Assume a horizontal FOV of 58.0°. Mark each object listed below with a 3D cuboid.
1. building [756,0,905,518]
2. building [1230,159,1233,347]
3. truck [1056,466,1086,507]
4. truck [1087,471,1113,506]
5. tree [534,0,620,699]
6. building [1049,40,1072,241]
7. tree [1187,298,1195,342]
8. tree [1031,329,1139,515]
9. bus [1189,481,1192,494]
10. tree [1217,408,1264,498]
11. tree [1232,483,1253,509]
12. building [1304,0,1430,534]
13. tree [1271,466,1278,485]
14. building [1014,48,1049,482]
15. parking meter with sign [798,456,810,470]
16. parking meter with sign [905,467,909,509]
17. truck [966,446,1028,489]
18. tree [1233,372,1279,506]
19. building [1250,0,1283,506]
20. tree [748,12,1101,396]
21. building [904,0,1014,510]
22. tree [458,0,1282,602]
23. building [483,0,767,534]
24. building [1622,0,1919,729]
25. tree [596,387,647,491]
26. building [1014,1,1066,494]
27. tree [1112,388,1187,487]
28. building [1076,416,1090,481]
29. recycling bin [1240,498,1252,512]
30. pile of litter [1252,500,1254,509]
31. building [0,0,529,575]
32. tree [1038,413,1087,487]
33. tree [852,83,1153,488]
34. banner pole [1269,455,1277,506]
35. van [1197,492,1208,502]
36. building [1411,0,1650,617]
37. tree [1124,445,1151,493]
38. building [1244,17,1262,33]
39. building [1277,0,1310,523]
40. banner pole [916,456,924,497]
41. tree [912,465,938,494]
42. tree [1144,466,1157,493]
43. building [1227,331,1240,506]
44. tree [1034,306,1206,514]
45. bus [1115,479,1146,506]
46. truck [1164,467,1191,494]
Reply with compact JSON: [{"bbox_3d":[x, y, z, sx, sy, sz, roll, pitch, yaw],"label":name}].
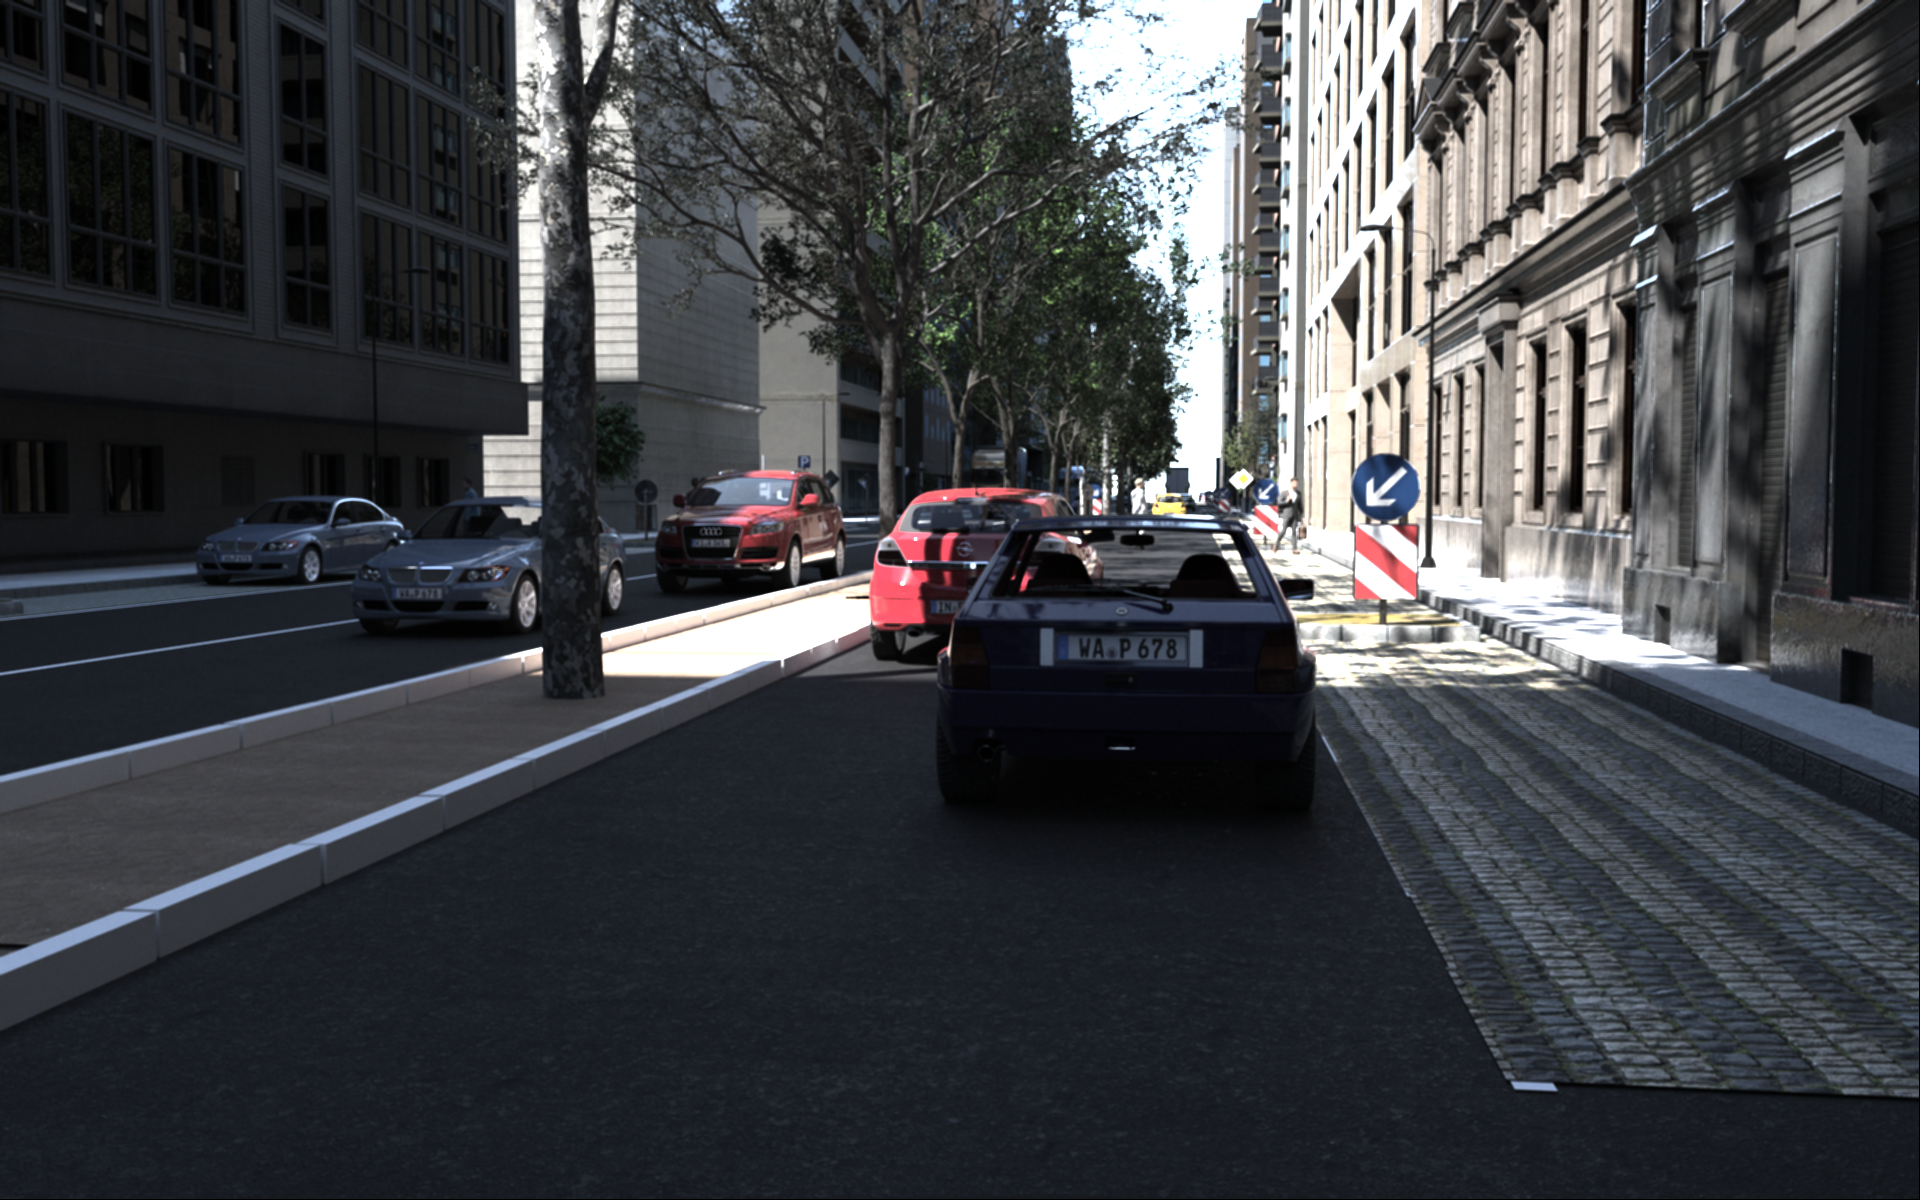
[{"bbox_3d":[-15.405,-29.036,98.441,21.300,48.544,21.600,0,4,8],"label":"building"},{"bbox_3d":[41.017,-34.703,217.497,14.600,45.320,14.200,0,4,8],"label":"building"},{"bbox_3d":[11.369,-11.183,172.599,2.967,4.110,18.799,0,4,6],"label":"truck"},{"bbox_3d":[16.866,-13.507,209.749,2.839,4.237,11.283,1,4,9],"label":"truck"},{"bbox_3d":[-1.635,-9.312,10.600,12.611,20.169,13.585,0,3,0],"label":"tree"},{"bbox_3d":[9.550,-51.388,278.441,20.563,71.187,20.611,0,4,8],"label":"building"},{"bbox_3d":[2.632,-6.983,51.047,8.767,10.594,7.601,0,4,8],"label":"tree"},{"bbox_3d":[4.707,-6.952,66.480,4.360,8.622,3.978,0,3,0],"label":"tree"},{"bbox_3d":[34.547,-17.010,269.660,2.896,3.916,12.252,1,4,9],"label":"bus"},{"bbox_3d":[23.873,-11.964,145.979,4.737,8.622,4.395,0,3,0],"label":"tree"},{"bbox_3d":[25.150,-9.750,154.009,1.663,3.219,1.824,0,3,0],"label":"tree"},{"bbox_3d":[20.965,-15.016,50.024,19.350,26.468,34.151,0,4,8],"label":"building"},{"bbox_3d":[19.097,-6.548,101.669,1.663,3.219,1.824,0,3,0],"label":"tree"},{"bbox_3d":[-3.518,-38.000,210.533,28.713,52.752,27.495,0,4,8],"label":"building"},{"bbox_3d":[-7.459,-5.116,79.909,0.543,3.016,1.738,-2,4,-25],"label":"parking meter with sign"},{"bbox_3d":[-4.154,-7.079,112.007,1.738,3.016,0.543,2,4,30],"label":"parking meter with sign"},{"bbox_3d":[2.305,-6.974,102.930,2.839,4.237,11.283,0,4,7],"label":"truck"},{"bbox_3d":[18.417,-9.486,105.461,4.360,8.622,3.978,0,3,0],"label":"tree"},{"bbox_3d":[32.140,-28.638,122.852,22.147,44.769,28.867,0,4,8],"label":"building"},{"bbox_3d":[-0.174,-5.890,33.169,8.767,10.594,7.601,0,4,8],"label":"tree"},{"bbox_3d":[-3.033,-30.360,146.494,14.600,45.320,14.200,0,4,8],"label":"building"},{"bbox_3d":[-0.979,-6.751,23.212,12.009,13.543,11.850,0,3,0],"label":"tree"},{"bbox_3d":[-30.505,-17.674,65.377,44.131,29.872,17.030,0,4,8],"label":"building"},{"bbox_3d":[9.571,-9.587,5.894,9.793,20.994,18.267,0,4,8],"label":"building"},{"bbox_3d":[-11.094,-4.207,52.497,4.285,4.588,4.351,0,3,0],"label":"tree"},{"bbox_3d":[5.098,-57.442,251.854,22.319,86.520,31.000,0,4,8],"label":"building"},{"bbox_3d":[15.595,-13.975,149.068,7.486,12.596,7.792,0,3,0],"label":"tree"},{"bbox_3d":[15.098,-39.517,296.220,14.600,45.320,14.200,0,4,8],"label":"building"},{"bbox_3d":[20.184,-6.698,122.061,0.722,1.027,0.722,0,4,-1],"label":"recycling bin"},{"bbox_3d":[24.915,-8.219,148.351,1.176,0.858,1.719,0,4,8],"label":"pile of litter"},{"bbox_3d":[-19.561,-14.702,33.889,14.314,27.812,24.014,0,4,8],"label":"building"},{"bbox_3d":[13.375,-19.002,228.815,7.486,12.596,7.792,0,3,0],"label":"tree"},{"bbox_3d":[1.161,-6.977,42.284,9.928,11.665,9.643,0,3,0],"label":"tree"},{"bbox_3d":[20.002,-7.372,110.546,0.401,3.779,0.863,-2,4,-35],"label":"banner pole"},{"bbox_3d":[40.942,-17.434,292.048,2.013,2.044,4.112,0,4,7],"label":"van"},{"bbox_3d":[12.574,-9.776,24.460,10.561,19.102,19.286,0,4,8],"label":"building"},{"bbox_3d":[14.877,-11.621,142.815,4.737,8.622,4.395,0,3,0],"label":"tree"},{"bbox_3d":[33.023,-31.202,160.263,14.600,45.320,14.200,0,4,8],"label":"building"},{"bbox_3d":[26.768,-28.232,85.288,21.600,48.544,21.300,0,4,8],"label":"building"},{"bbox_3d":[-2.642,-7.548,113.425,0.401,3.779,0.863,3,5,43],"label":"banner pole"},{"bbox_3d":[-2.192,-7.393,115.480,1.663,3.219,1.824,0,3,0],"label":"tree"},{"bbox_3d":[9.890,-9.401,106.531,4.360,8.622,3.978,0,3,0],"label":"tree"},{"bbox_3d":[44.519,-21.449,195.731,27.650,21.520,28.899,0,4,8],"label":"building"},{"bbox_3d":[9.239,-11.003,99.358,9.611,12.733,9.660,0,3,0],"label":"tree"},{"bbox_3d":[20.479,-12.958,206.730,2.948,3.499,13.247,1,4,10],"label":"bus"},{"bbox_3d":[23.081,-11.923,183.855,2.839,4.237,11.283,0,4,7],"label":"truck"}]
